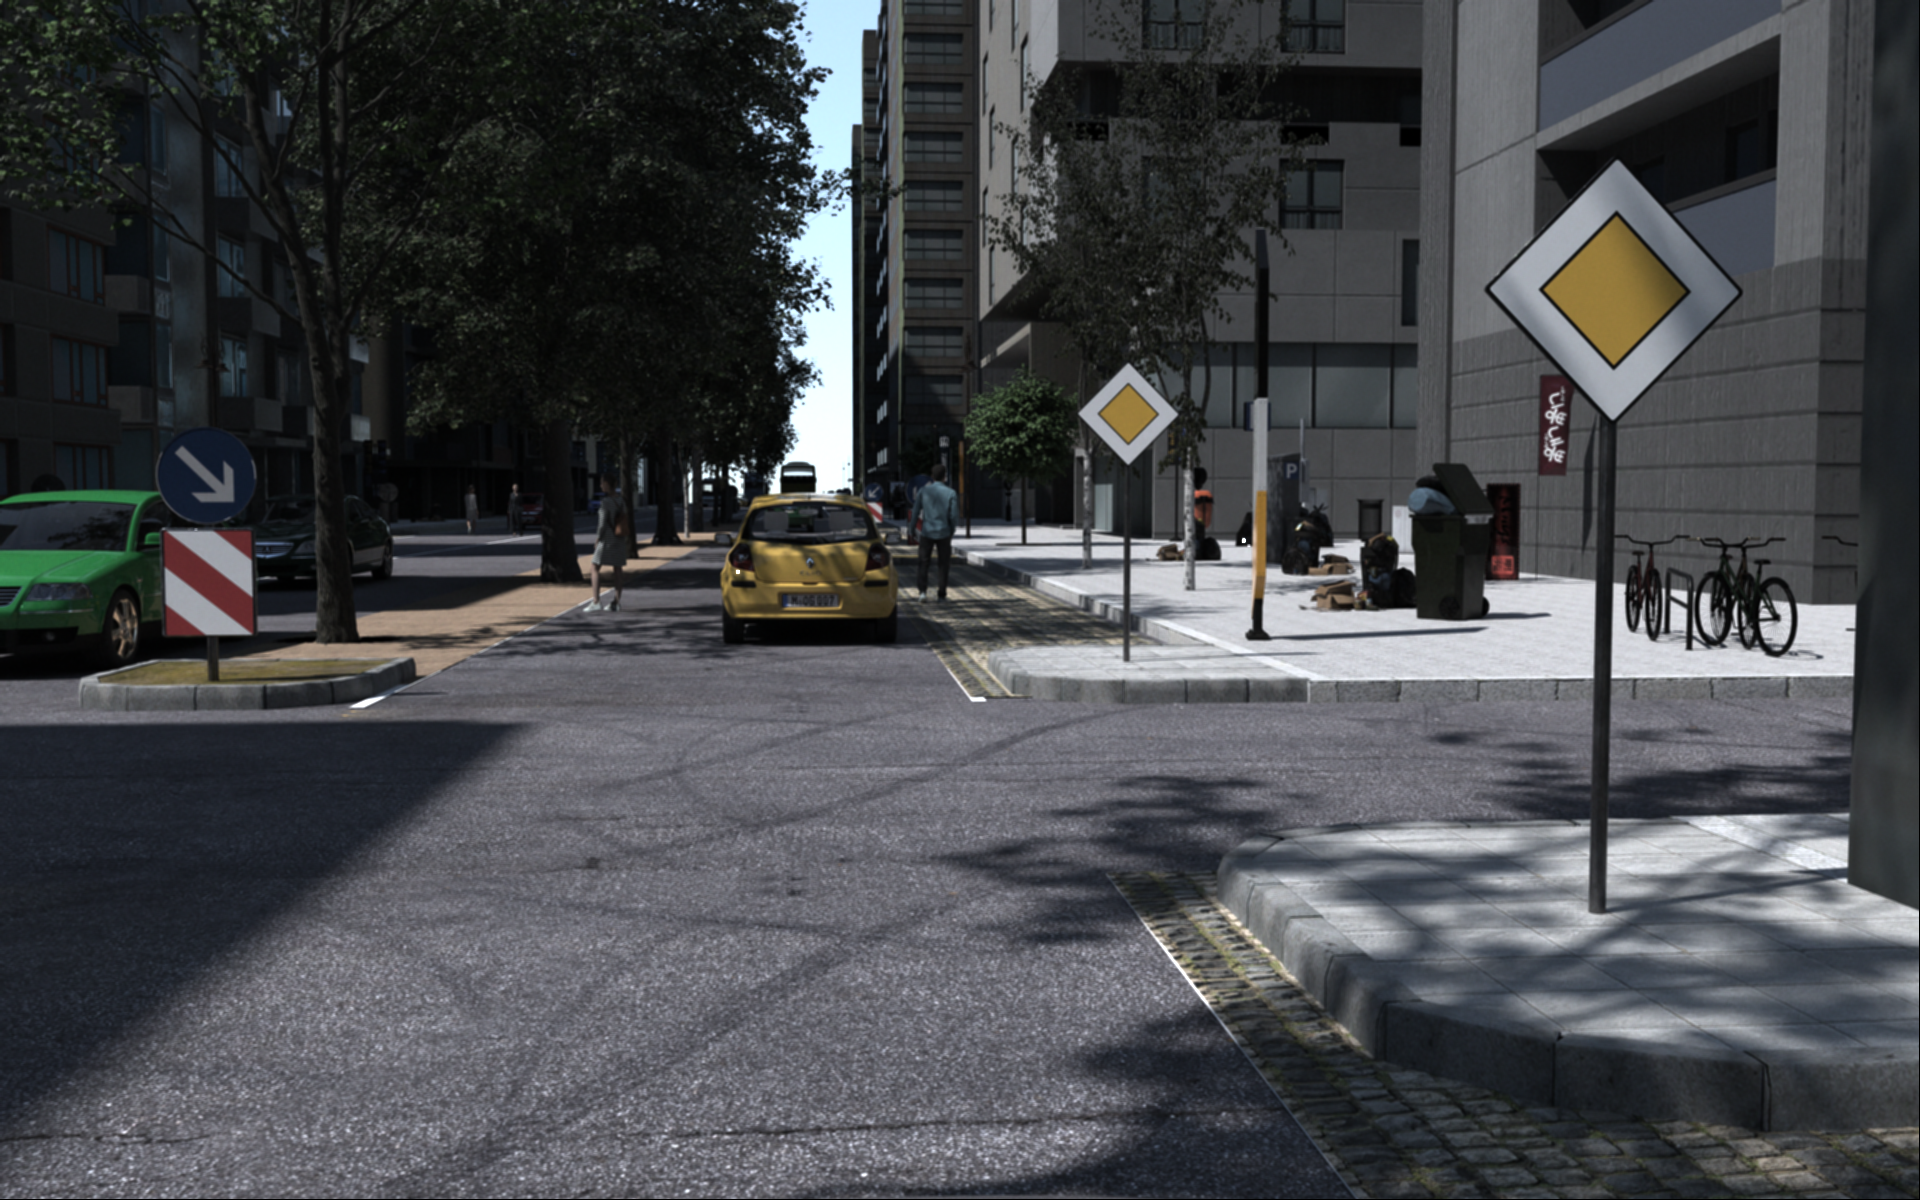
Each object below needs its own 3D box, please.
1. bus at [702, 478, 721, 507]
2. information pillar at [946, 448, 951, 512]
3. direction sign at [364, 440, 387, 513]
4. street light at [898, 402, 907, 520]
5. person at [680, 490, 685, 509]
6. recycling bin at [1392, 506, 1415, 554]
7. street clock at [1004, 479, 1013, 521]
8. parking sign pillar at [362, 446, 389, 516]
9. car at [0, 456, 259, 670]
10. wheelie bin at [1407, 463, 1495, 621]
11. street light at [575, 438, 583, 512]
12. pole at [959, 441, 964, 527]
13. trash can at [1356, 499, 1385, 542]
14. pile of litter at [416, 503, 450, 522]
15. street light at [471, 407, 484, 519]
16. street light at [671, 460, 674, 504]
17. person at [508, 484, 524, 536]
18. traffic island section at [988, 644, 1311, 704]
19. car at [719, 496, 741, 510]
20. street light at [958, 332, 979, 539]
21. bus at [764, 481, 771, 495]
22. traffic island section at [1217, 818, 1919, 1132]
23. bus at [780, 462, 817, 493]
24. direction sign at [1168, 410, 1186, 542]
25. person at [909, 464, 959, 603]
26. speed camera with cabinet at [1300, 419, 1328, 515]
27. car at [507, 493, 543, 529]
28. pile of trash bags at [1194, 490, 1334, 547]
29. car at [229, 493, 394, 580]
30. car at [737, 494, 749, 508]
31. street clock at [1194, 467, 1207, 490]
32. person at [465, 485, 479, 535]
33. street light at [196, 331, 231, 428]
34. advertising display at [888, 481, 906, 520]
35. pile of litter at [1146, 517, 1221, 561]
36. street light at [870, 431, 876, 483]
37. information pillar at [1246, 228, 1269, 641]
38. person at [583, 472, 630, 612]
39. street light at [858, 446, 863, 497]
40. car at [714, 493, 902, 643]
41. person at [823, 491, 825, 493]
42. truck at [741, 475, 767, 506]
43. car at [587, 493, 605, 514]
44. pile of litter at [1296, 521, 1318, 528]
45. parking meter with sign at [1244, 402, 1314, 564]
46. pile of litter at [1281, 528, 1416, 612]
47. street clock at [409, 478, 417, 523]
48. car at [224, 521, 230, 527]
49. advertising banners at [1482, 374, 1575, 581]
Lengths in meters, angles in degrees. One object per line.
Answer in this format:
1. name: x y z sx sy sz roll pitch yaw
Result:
1. bus: -27.544 -12.070 192.211 2.948 3.499 13.247 0 4 -6
2. information pillar: -0.618 -5.026 73.534 0.504 3.616 0.183 1 4 22
3. direction sign: -24.500 -4.932 72.636 0.876 3.537 0.379 -2 4 -24
4. street light: -2.893 -6.977 86.857 0.468 5.910 1.993 0 4 -5
5. person: -26.674 -9.705 167.310 0.705 1.807 1.348 -2 4 -34
6. recycling bin: 9.781 -1.507 37.197 0.722 1.027 0.722 -3 4 -39
7. street clock: 2.287 -4.704 81.486 0.358 2.002 0.471 3 4 37
8. parking sign pillar: -28.840 -5.921 85.287 1.447 3.967 1.447 -3 5 -42
9. car: -7.781 -0.407 15.451 1.959 1.807 4.718 0 4 -4
10. wheelie bin: 5.020 -0.607 17.825 0.980 1.594 0.693 -3 5 -45
11. street light: -27.679 -9.358 125.785 0.468 5.910 1.993 0 4 -5
12. pole: 0.053 -4.453 66.650 0.158 3.312 0.155 0 3 0
13. trash can: 10.991 -2.126 46.406 0.748 1.137 0.748 0 3 0
14. pile of litter: -24.616 -4.089 80.819 1.719 0.858 1.176 3 4 38
15. street light: -24.483 -7.049 88.041 0.468 5.910 1.993 0 4 -5
16. street light: -34.766 -14.468 209.335 0.468 5.910 1.993 0 4 -5
17. person: -15.205 -3.080 59.282 0.576 1.772 0.534 0 4 -4
18. traffic island section: 1.295 0.550 13.281 2.009 0.180 2.903 0 4 -5
19. car: -20.507 -8.844 154.382 2.009 1.686 4.222 0 4 -6
20. street light: 0.233 -4.691 49.478 0.468 5.910 1.993 0 4 -5
21. bus: -27.524 -14.924 238.863 2.948 3.499 13.247 0 4 -5
22. traffic island section: 1.973 1.037 5.325 2.009 0.180 2.903 0 4 -5
23. bus: -12.247 -8.537 131.129 2.896 3.916 12.252 0 4 -5
24. direction sign: 5.866 -3.356 46.864 0.379 3.537 0.876 -2 4 -25
25. person: -0.347 -0.863 22.638 0.660 1.820 0.620 0 4 5
26. speed camera with cabinet: 9.207 -3.176 46.262 0.660 3.252 2.038 2 4 32
27. car: -17.153 -3.732 70.055 2.155 1.783 4.494 0 4 -5
28. pile of trash bags: 7.263 -1.984 42.187 3.447 1.369 1.912 0 4 -7
29. car: -10.373 -0.972 27.683 2.131 1.459 4.920 0 4 -6
30. car: -23.413 -10.625 183.936 2.015 1.641 3.980 0 4 -6
31. street clock: 6.462 -2.595 47.001 0.358 2.002 0.471 -2 4 -32
32. person: -16.865 -3.095 59.847 0.466 1.731 0.760 -1 4 -18
33. street light: -21.155 -4.674 49.203 0.468 5.910 1.993 0 4 -5
34. advertising display: -3.109 -4.913 85.548 0.974 1.923 0.123 -3 4 -36
35. pile of litter: 4.343 -1.198 33.558 1.719 0.858 1.176 -1 4 -18
36. street light: -6.317 -9.399 126.459 0.468 5.910 1.993 0 4 -5
37. information pillar: 2.626 -1.455 15.147 0.183 3.616 0.504 0 4 5
38. person: -4.273 -0.714 21.181 0.522 1.701 0.512 1 4 23
39. street light: -9.438 -11.685 163.838 0.468 5.910 1.993 0 4 -5
40. car: -1.581 -0.482 18.110 2.015 1.641 3.980 0 4 -5
41. person: -19.440 -14.600 246.847 1.348 1.869 0.705 -3 5 -42
42. truck: -25.344 -13.746 214.500 2.967 4.110 18.799 0 4 -6
43. car: -25.114 -6.851 121.603 1.945 1.707 3.694 0 4 -4
44. pile of litter: 5.847 -0.853 27.911 1.719 0.858 1.176 -3 5 -39
45. parking meter with sign: 5.954 -2.196 32.164 0.543 3.016 1.738 -1 4 -22
46. pile of litter: 4.502 -0.342 19.553 1.719 0.858 1.176 -2 4 -26
47. street clock: -24.684 -4.499 78.130 0.358 2.002 0.471 -2 4 -31
48. car: -13.237 -0.990 27.992 2.131 1.459 4.920 0 4 -6
49. advertising banners: 8.015 -1.801 25.633 2.074 3.025 0.090 1 4 16
